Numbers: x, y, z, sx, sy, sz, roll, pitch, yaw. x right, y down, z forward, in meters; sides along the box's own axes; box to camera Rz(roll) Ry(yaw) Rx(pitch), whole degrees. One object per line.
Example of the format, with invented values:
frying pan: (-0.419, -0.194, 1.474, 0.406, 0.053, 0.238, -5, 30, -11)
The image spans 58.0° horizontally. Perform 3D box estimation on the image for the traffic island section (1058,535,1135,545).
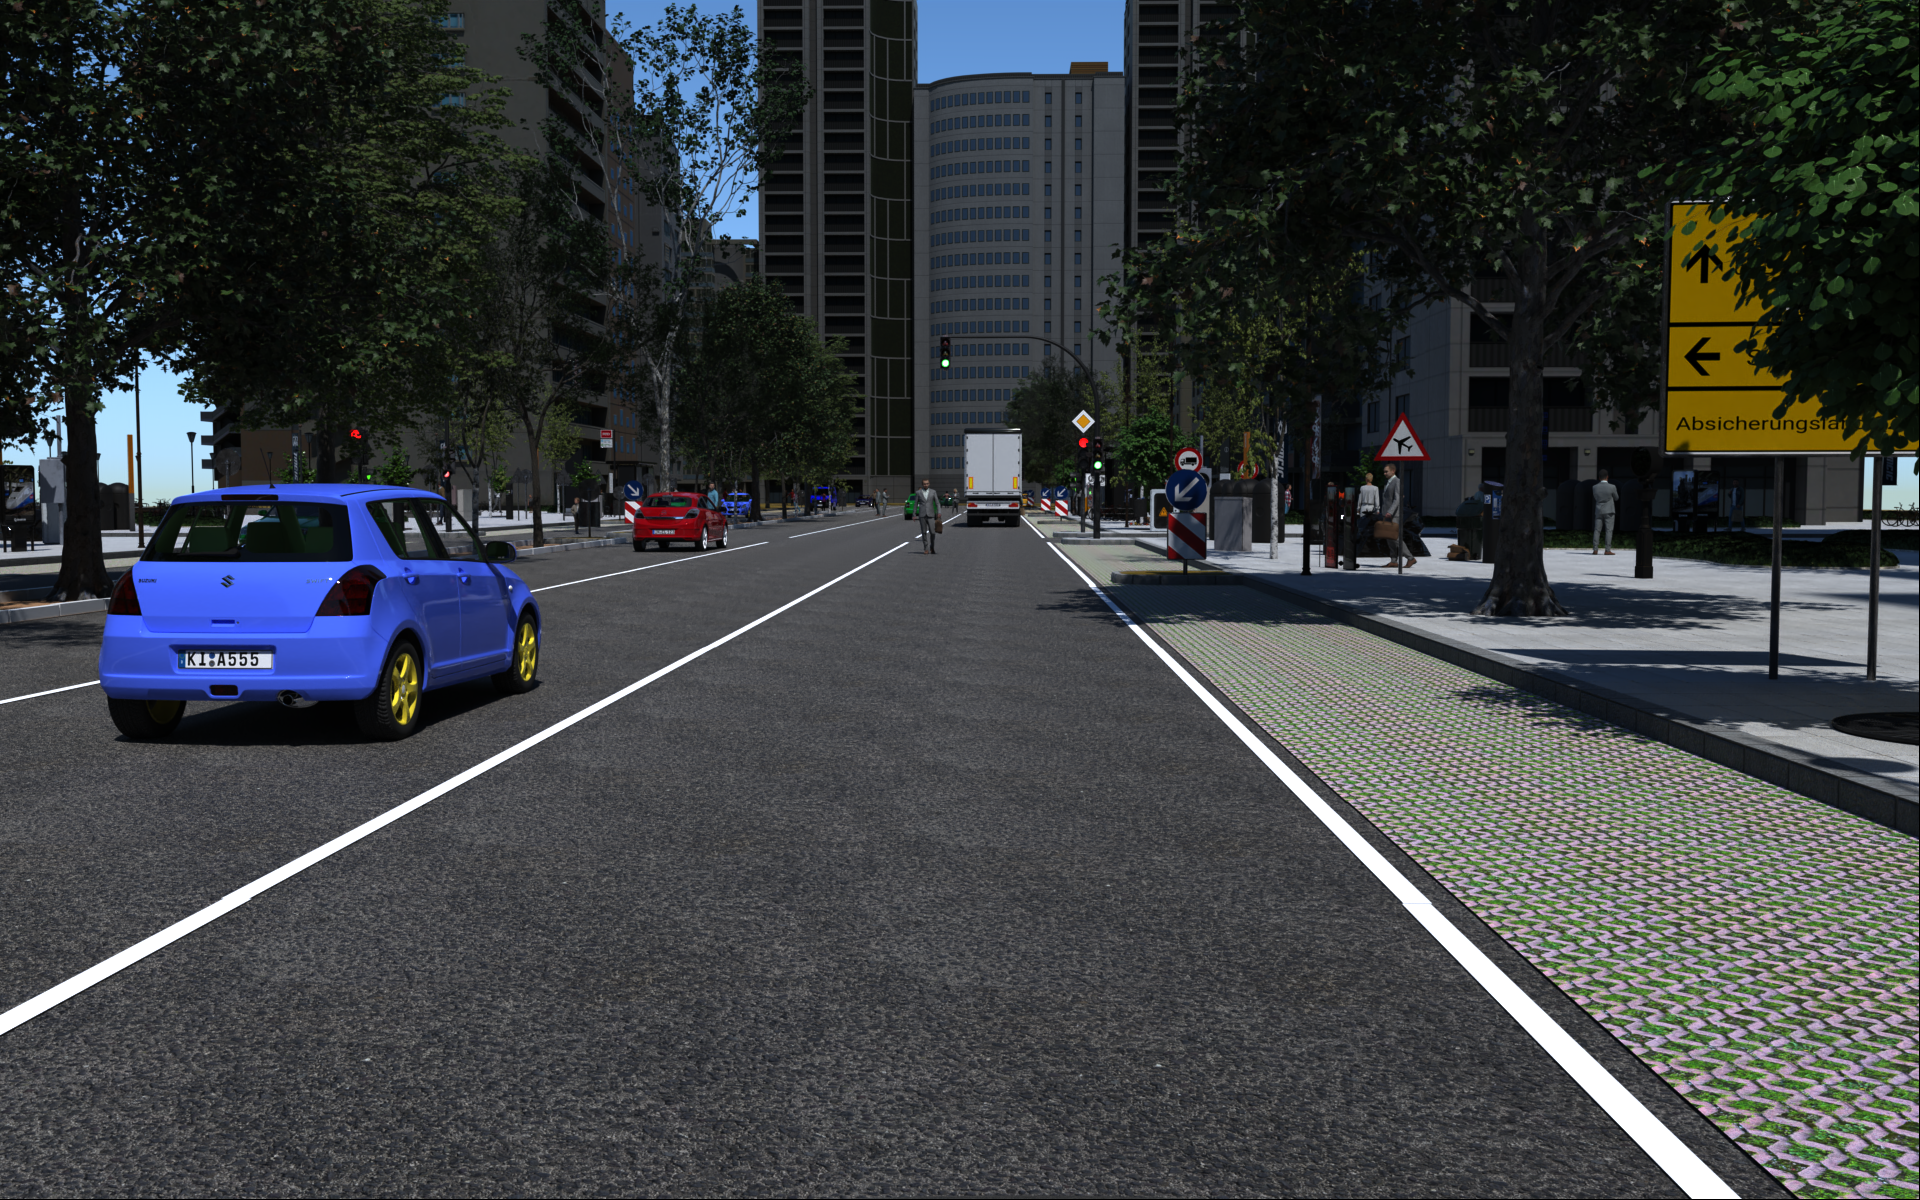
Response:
traffic island section: (3.944, -1.683, 49.795, 2.009, 0.180, 2.903, 0, 4, 1)

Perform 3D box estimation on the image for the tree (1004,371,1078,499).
tree: (9.191, -16.623, 178.438, 9.857, 13.997, 8.962, 0, 3, 0)

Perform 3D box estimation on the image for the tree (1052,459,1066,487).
tree: (8.995, -9.528, 139.490, 4.285, 4.588, 4.351, 0, 3, 0)

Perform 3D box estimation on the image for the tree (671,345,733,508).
tree: (-18.265, -12.947, 129.807, 7.486, 12.596, 7.792, 0, 3, 0)

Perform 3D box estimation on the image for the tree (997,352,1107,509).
tree: (8.408, -14.687, 150.502, 12.009, 13.543, 11.850, 0, 3, 0)

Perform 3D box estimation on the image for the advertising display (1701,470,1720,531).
advertising display: (20.220, -2.573, 47.290, 0.974, 1.923, 0.123, 0, 4, 0)

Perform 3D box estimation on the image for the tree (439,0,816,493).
tree: (-11.973, -12.558, 63.663, 12.611, 20.169, 13.585, 0, 3, 0)

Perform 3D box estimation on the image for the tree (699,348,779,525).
tree: (-10.424, -7.802, 80.389, 4.360, 8.622, 3.978, 0, 3, 0)

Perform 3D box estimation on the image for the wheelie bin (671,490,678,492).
wheelie bin: (-20.726, -7.191, 125.474, 0.980, 1.594, 0.693, 1, 4, 13)

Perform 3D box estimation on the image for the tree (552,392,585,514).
tree: (-26.143, -9.903, 112.284, 4.737, 8.622, 4.395, 0, 3, 0)

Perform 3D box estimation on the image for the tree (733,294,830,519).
tree: (-10.451, -8.394, 74.112, 8.767, 10.594, 7.601, 0, 4, 1)

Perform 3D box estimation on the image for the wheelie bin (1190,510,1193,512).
wheelie bin: (11.009, -4.543, 82.185, 0.693, 1.594, 0.980, 1, 4, 9)

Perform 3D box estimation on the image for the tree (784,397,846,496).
tree: (-17.153, -17.637, 195.016, 9.857, 13.997, 8.962, 0, 3, 0)

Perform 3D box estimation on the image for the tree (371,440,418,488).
tree: (-20.310, -4.145, 62.372, 1.663, 3.219, 1.824, 0, 3, 0)

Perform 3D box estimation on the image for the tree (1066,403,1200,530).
tree: (6.880, -4.788, 62.004, 4.285, 4.588, 4.351, 0, 3, 0)

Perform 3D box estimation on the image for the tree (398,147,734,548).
tree: (-10.976, -6.629, 45.261, 8.767, 10.594, 7.601, 0, 4, 1)

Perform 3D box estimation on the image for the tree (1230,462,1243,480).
tree: (15.956, -6.389, 99.054, 1.663, 3.219, 1.824, 0, 3, 0)

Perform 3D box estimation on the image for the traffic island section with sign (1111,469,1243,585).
traffic island section with sign: (3.470, -1.186, 28.014, 1.989, 1.847, 2.006, 0, 4, 1)

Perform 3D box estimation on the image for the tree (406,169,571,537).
tree: (-10.963, -5.282, 39.173, 4.360, 8.622, 3.978, 0, 3, 0)

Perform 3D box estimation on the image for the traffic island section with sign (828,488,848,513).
traffic island section with sign: (-9.080, -7.630, 132.890, 2.006, 1.907, 1.989, 0, 4, 1)

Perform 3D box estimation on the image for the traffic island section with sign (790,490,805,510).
traffic island section with sign: (-14.620, -9.257, 159.984, 1.989, 1.847, 2.006, 0, 4, 1)

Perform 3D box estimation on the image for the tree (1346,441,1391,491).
tree: (14.859, -4.181, 62.967, 1.663, 3.219, 1.824, 0, 3, 0)

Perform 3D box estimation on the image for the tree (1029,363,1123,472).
tree: (8.578, -11.526, 122.865, 7.601, 10.594, 8.767, -1, 4, -15)

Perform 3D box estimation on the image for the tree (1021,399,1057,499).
tree: (9.499, -17.683, 207.246, 7.486, 12.596, 7.792, 0, 3, 0)

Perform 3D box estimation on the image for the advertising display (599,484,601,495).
advertising display: (-21.481, -5.997, 103.260, 0.123, 1.923, 0.974, -1, 4, -11)

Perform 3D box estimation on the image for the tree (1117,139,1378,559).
tree: (5.955, -5.112, 33.950, 4.737, 8.622, 4.395, 0, 3, 0)

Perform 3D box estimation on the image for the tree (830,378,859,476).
tree: (-9.705, -9.748, 96.243, 8.767, 10.594, 7.601, 0, 4, 1)

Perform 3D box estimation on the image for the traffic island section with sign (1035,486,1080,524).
traffic island section with sign: (4.684, -4.510, 82.370, 1.989, 1.847, 2.006, 0, 4, 1)

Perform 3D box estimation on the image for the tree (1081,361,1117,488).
tree: (7.577, -7.551, 73.815, 4.737, 8.622, 4.395, 0, 3, 0)

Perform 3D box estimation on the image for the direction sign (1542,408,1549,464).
direction sign: (14.988, -3.268, 45.428, 0.876, 3.537, 0.379, 0, 4, -5)

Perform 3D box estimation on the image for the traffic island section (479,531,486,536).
traffic island section: (-17.214, -2.200, 58.257, 2.009, 0.180, 2.903, 0, 4, 1)

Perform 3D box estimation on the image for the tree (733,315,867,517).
tree: (-9.684, -11.507, 108.731, 7.486, 12.596, 7.792, 0, 3, 0)

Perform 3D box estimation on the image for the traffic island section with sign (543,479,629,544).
traffic island section with sign: (-10.921, -2.583, 50.364, 2.006, 1.907, 1.989, 0, 4, 1)

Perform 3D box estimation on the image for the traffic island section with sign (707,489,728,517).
traffic island section with sign: (-15.726, -6.188, 109.796, 1.989, 1.847, 2.006, 0, 4, 1)

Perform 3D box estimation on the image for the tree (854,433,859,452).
tree: (-9.073, -10.272, 120.760, 4.737, 8.622, 4.395, 0, 3, 0)

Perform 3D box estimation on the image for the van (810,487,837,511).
van: (-11.376, -8.551, 144.188, 2.240, 2.365, 5.245, 0, 4, 1)

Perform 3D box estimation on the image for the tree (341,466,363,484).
tree: (-41.151, -7.568, 118.344, 1.663, 3.219, 1.824, 0, 3, 0)

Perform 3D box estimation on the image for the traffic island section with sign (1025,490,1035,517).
traffic island section with sign: (5.278, -6.159, 109.319, 1.989, 1.847, 2.006, 0, 4, 1)

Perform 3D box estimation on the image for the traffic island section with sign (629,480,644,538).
traffic island section with sign: (-10.747, -3.036, 57.769, 2.006, 1.907, 1.989, 0, 4, 1)

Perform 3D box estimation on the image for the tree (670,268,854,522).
tree: (-10.338, -10.267, 87.337, 9.611, 12.733, 9.660, 0, 3, 0)

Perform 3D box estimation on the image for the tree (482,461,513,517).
tree: (-25.939, -6.329, 98.087, 1.663, 3.219, 1.824, 0, 3, 0)

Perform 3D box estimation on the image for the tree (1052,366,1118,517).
tree: (7.276, -9.019, 97.819, 4.360, 8.622, 3.978, 0, 3, 0)

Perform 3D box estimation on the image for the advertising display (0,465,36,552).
advertising display: (-20.934, -2.035, 38.479, 0.123, 1.923, 0.974, 1, 4, 11)

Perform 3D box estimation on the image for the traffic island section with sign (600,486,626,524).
traffic island section with sign: (-16.335, -4.539, 82.847, 1.989, 1.847, 2.006, 0, 4, 1)

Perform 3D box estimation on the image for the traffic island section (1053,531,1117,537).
traffic island section: (4.122, -2.171, 57.778, 2.009, 0.180, 2.903, 0, 4, 1)

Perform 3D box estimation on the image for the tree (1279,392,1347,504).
tree: (20.607, -9.233, 101.317, 4.360, 8.622, 3.978, 0, 3, 0)

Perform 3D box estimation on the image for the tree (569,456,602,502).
tree: (-18.703, -5.643, 86.866, 1.663, 3.219, 1.824, 0, 3, 0)

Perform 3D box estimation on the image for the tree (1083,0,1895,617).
tree: (6.096, -6.184, 18.112, 9.611, 12.733, 9.660, 0, 3, 0)

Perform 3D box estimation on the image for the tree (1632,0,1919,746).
tree: (5.372, -1.554, 9.122, 4.285, 4.588, 4.351, 0, 3, 0)

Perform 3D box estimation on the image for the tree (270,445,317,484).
tree: (-25.371, -4.412, 66.730, 1.663, 3.219, 1.824, 0, 3, 0)

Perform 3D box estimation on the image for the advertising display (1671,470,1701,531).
advertising display: (19.194, -2.488, 45.891, 0.123, 1.923, 0.974, -1, 4, -12)

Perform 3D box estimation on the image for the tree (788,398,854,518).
tree: (-9.606, -9.928, 115.146, 4.737, 8.622, 4.395, 0, 3, 0)

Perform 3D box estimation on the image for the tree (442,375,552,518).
tree: (-25.101, -8.655, 91.874, 4.737, 8.622, 4.395, 0, 3, 0)

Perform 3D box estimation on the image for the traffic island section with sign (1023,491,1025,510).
traffic island section with sign: (6.413, -9.261, 160.043, 1.989, 1.847, 2.006, 0, 4, 1)

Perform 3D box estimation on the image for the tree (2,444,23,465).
tree: (-35.382, -6.840, 62.200, 4.737, 8.622, 4.395, 0, 3, 0)
